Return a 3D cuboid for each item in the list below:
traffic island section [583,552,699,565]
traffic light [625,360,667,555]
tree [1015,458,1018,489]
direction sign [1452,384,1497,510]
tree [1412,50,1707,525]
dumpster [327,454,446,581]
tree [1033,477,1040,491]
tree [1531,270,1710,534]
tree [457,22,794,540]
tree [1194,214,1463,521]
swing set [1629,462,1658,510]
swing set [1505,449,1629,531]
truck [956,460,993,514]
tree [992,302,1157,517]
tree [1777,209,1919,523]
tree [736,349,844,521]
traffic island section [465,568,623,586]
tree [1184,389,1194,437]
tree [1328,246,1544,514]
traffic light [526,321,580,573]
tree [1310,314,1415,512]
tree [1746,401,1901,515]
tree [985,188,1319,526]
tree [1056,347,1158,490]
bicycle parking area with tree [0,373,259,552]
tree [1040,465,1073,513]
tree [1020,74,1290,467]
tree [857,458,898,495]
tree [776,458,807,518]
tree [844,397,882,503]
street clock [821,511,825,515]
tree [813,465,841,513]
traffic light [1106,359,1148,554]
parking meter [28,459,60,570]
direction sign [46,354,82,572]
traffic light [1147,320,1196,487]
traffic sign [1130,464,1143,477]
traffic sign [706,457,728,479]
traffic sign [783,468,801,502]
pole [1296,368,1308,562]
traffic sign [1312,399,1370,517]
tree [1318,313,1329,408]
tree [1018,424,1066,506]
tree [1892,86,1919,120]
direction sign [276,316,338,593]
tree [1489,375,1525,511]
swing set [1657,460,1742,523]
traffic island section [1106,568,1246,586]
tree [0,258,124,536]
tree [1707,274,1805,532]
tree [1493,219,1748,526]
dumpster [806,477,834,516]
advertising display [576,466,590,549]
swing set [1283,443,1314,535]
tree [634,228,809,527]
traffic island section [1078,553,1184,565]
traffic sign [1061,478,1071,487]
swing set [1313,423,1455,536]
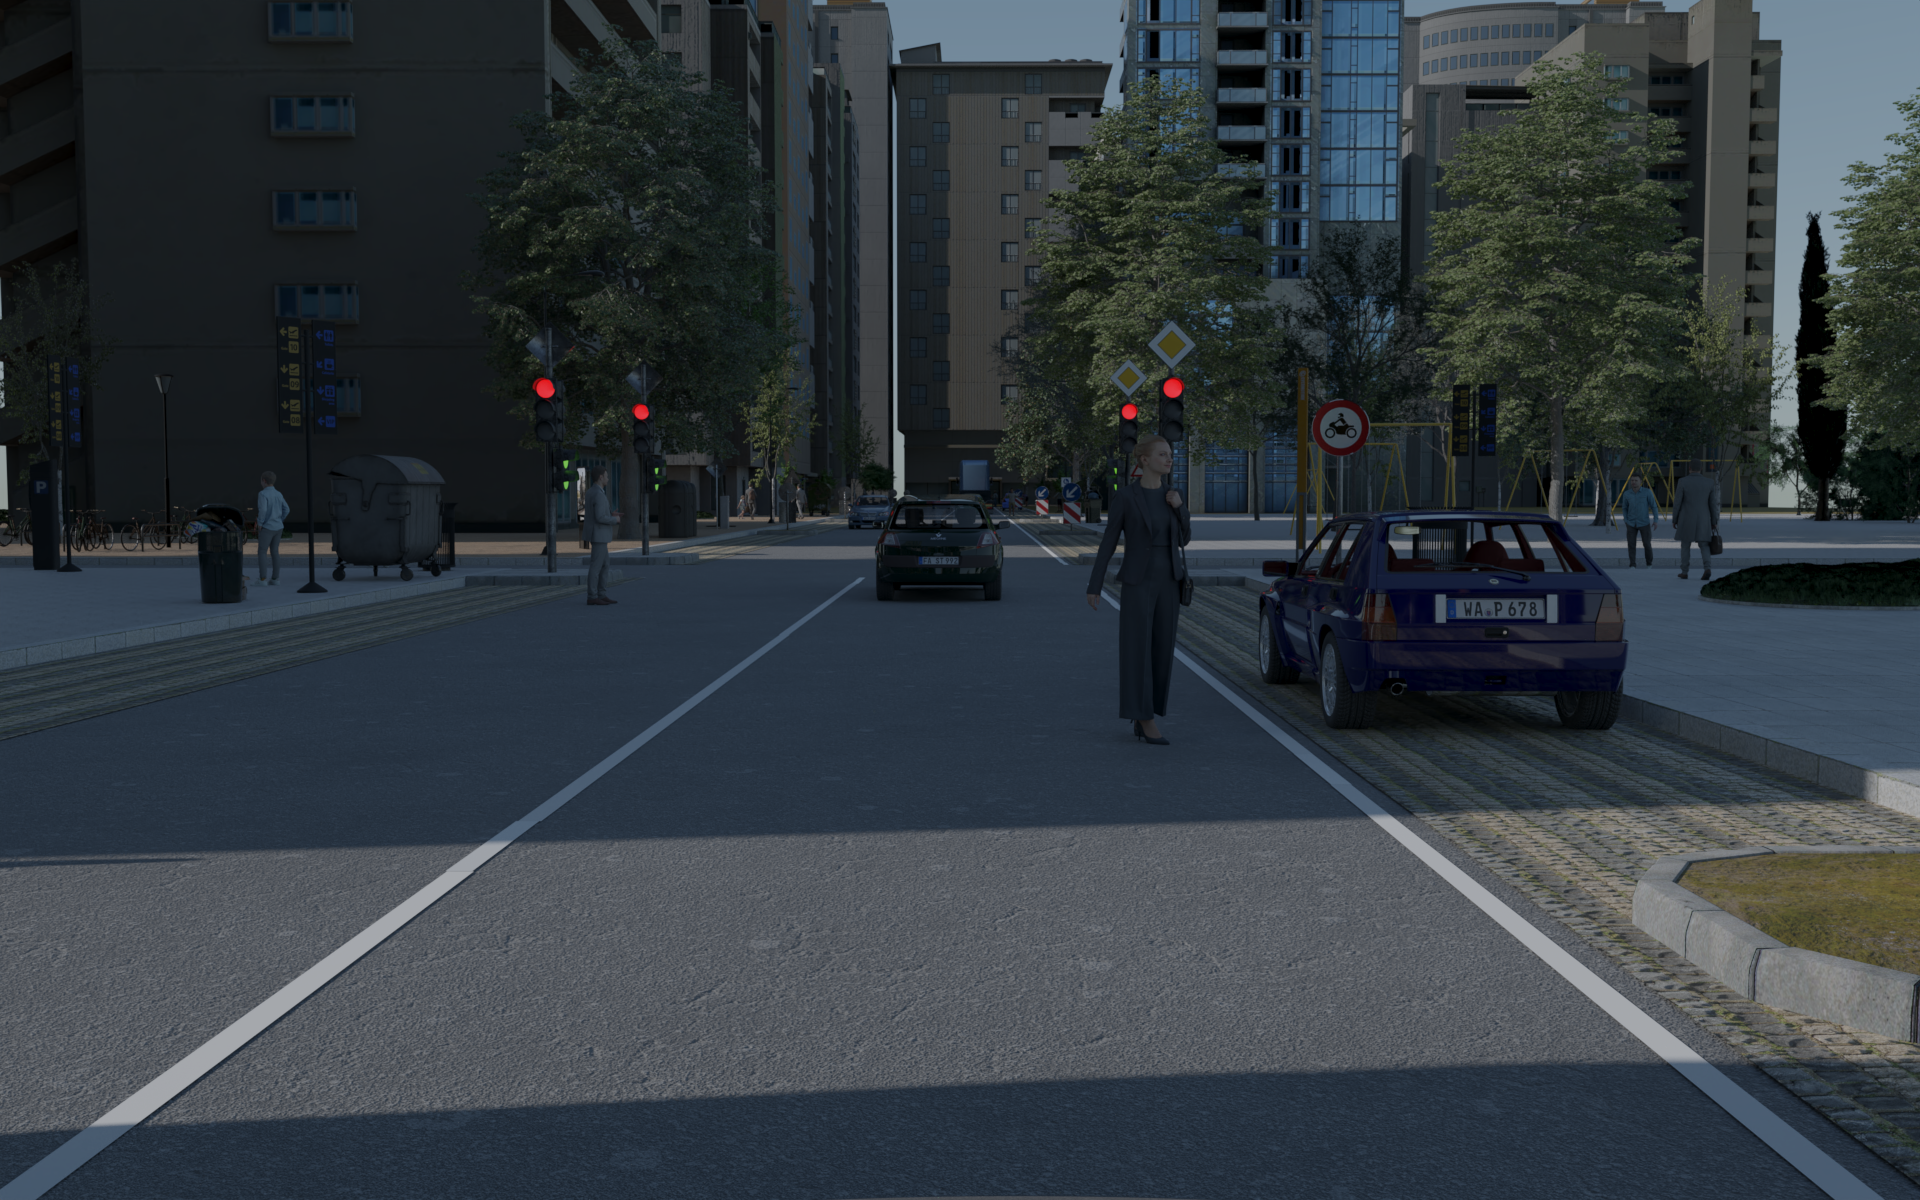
[{"bbox_3d":[-6.617,-0.860,36.341,2.009,0.180,2.903,0,4,1],"label":"traffic island section"},{"bbox_3d":[-6.577,-2.892,36.206,0.839,4.253,0.868,0,4,1],"label":"traffic light"},{"bbox_3d":[7.130,-14.119,181.200,4.737,8.622,4.395,0,3,0],"label":"tree"},{"bbox_3d":[10.600,-2.677,35.766,0.876,3.537,0.379,2,4,23],"label":"direction sign"},{"bbox_3d":[15.427,-7.762,45.040,7.486,12.596,7.792,0,3,0],"label":"tree"},{"bbox_3d":[-8.648,-1.247,26.140,1.264,1.857,1.865,0,4,1],"label":"dumpster"},{"bbox_3d":[7.926,-10.544,166.991,1.663,3.219,1.824,0,3,0],"label":"tree"},{"bbox_3d":[21.099,-6.454,55.881,4.737,8.622,4.395,0,3,0],"label":"tree"},{"bbox_3d":[-9.362,-8.700,48.906,9.857,13.997,8.962,0,3,0],"label":"tree"},{"bbox_3d":[12.804,-7.598,58.639,8.767,10.594,7.601,0,4,2],"label":"tree"},{"bbox_3d":[34.388,-5.467,87.003,2.862,2.851,3.119,0,4,6],"label":"swing set"},{"bbox_3d":[21.284,-3.894,61.281,2.862,2.851,3.119,-2,4,-29],"label":"swing set"},{"bbox_3d":[1.155,-8.688,131.810,2.967,4.110,18.799,0,3,0],"label":"truck"},{"bbox_3d":[6.511,-10.929,95.690,9.611,12.733,9.660,0,3,0],"label":"tree"},{"bbox_3d":[43.841,-10.770,77.904,13.155,14.587,18.604,-2,4,-26],"label":"tree"},{"bbox_3d":[-8.877,-8.117,83.082,4.737,8.622,4.395,0,3,0],"label":"tree"},{"bbox_3d":[-6.697,-0.372,28.356,2.009,0.180,2.903,0,4,1],"label":"traffic island section"},{"bbox_3d":[14.019,-9.113,83.415,7.601,10.594,8.767,0,4,-2],"label":"tree"},{"bbox_3d":[24.735,-10.783,86.668,12.009,13.543,11.850,0,3,0],"label":"tree"},{"bbox_3d":[-6.657,-2.404,28.221,0.839,4.253,0.868,0,4,1],"label":"traffic light"},{"bbox_3d":[16.381,-7.289,69.540,4.737,8.622,4.395,0,3,0],"label":"tree"},{"bbox_3d":[56.746,-8.348,99.401,20.602,7.101,11.467,1,4,15],"label":"tree"},{"bbox_3d":[6.086,-9.754,69.841,12.009,13.543,11.850,0,3,0],"label":"tree"},{"bbox_3d":[6.164,-7.964,80.567,4.360,8.622,3.978,0,3,0],"label":"tree"},{"bbox_3d":[-21.595,-3.320,41.287,8.231,4.147,9.016,1,4,15],"label":"bicycle parking area with tree"},{"bbox_3d":[6.752,-7.420,115.916,1.663,3.219,1.824,0,3,0],"label":"tree"},{"bbox_3d":[5.219,-7.936,47.885,7.486,12.596,7.792,0,3,0],"label":"tree"},{"bbox_3d":[-7.857,-10.461,154.755,4.285,4.588,4.351,0,3,0],"label":"tree"},{"bbox_3d":[-9.019,-6.005,92.779,1.663,3.219,1.824,0,3,0],"label":"tree"},{"bbox_3d":[-7.962,-11.043,130.912,4.737,8.622,4.395,0,3,0],"label":"tree"},{"bbox_3d":[-8.266,-6.123,104.686,0.358,2.002,0.471,-2,4,-31],"label":"street clock"},{"bbox_3d":[-9.072,-7.417,115.868,1.663,3.219,1.824,0,3,0],"label":"tree"},{"bbox_3d":[3.484,-2.887,36.121,0.839,4.253,0.868,0,4,1],"label":"traffic light"},{"bbox_3d":[-15.472,-1.440,29.261,0.399,1.863,0.255,0,4,-6],"label":"parking meter"},{"bbox_3d":[-14.735,-2.236,28.551,0.379,3.537,0.876,0,4,3],"label":"direction sign"},{"bbox_3d":[3.404,-2.399,28.137,0.839,4.253,0.868,0,4,1],"label":"traffic light"},{"bbox_3d":[5.686,-3.263,53.361,0.884,2.594,0.081,0,4,1],"label":"traffic sign"},{"bbox_3d":[-8.754,-3.824,62.257,0.795,2.593,0.064,0,4,5],"label":"traffic sign"},{"bbox_3d":[-8.357,-5.269,86.151,0.884,2.594,0.081,0,4,2],"label":"traffic sign"},{"bbox_3d":[5.551,-2.096,28.106,0.158,3.312,0.155,0,3,0],"label":"pole"},{"bbox_3d":[5.113,-1.420,23.330,0.768,2.556,0.104,0,4,6],"label":"traffic sign"},{"bbox_3d":[23.047,-11.653,100.894,12.009,13.543,11.850,0,3,0],"label":"tree"},{"bbox_3d":[7.985,-12.654,157.251,4.737,8.622,4.395,0,3,0],"label":"tree"},{"bbox_3d":[27.333,-7.900,47.284,7.486,12.596,7.792,0,3,0],"label":"tree"},{"bbox_3d":[-8.445,-1.864,22.474,0.379,3.537,0.876,2,4,32],"label":"direction sign"},{"bbox_3d":[33.235,-9.506,105.791,4.737,8.622,4.395,0,3,0],"label":"tree"},{"bbox_3d":[34.094,-5.020,79.698,3.119,2.851,2.862,1,4,14],"label":"swing set"},{"bbox_3d":[3.444,-0.365,28.250,2.009,0.180,2.903,0,4,1],"label":"traffic island section"},{"bbox_3d":[-28.049,-6.294,53.269,4.360,8.622,3.978,0,3,0],"label":"tree"},{"bbox_3d":[25.400,-6.557,57.574,4.737,8.622,4.395,0,3,0],"label":"tree"},{"bbox_3d":[26.064,-9.335,69.632,9.611,12.733,9.660,0,3,0],"label":"tree"},{"bbox_3d":[-8.102,-5.963,99.993,1.502,2.255,1.985,0,4,0],"label":"dumpster"},{"bbox_3d":[-8.795,-2.158,40.489,0.123,1.923,0.974,-2,4,-24],"label":"advertising display"},{"bbox_3d":[11.861,-3.386,52.988,3.119,2.851,2.862,-1,4,-10],"label":"swing set"},{"bbox_3d":[-9.507,-8.673,67.554,9.928,11.665,9.643,0,3,0],"label":"tree"},{"bbox_3d":[3.524,-0.853,36.235,2.009,0.180,2.903,0,4,1],"label":"traffic island section"},{"bbox_3d":[6.549,-6.414,106.993,0.606,2.300,0.079,0,4,1],"label":"traffic sign"},{"bbox_3d":[9.527,-2.493,38.376,3.119,2.851,2.862,1,4,10],"label":"swing set"}]
